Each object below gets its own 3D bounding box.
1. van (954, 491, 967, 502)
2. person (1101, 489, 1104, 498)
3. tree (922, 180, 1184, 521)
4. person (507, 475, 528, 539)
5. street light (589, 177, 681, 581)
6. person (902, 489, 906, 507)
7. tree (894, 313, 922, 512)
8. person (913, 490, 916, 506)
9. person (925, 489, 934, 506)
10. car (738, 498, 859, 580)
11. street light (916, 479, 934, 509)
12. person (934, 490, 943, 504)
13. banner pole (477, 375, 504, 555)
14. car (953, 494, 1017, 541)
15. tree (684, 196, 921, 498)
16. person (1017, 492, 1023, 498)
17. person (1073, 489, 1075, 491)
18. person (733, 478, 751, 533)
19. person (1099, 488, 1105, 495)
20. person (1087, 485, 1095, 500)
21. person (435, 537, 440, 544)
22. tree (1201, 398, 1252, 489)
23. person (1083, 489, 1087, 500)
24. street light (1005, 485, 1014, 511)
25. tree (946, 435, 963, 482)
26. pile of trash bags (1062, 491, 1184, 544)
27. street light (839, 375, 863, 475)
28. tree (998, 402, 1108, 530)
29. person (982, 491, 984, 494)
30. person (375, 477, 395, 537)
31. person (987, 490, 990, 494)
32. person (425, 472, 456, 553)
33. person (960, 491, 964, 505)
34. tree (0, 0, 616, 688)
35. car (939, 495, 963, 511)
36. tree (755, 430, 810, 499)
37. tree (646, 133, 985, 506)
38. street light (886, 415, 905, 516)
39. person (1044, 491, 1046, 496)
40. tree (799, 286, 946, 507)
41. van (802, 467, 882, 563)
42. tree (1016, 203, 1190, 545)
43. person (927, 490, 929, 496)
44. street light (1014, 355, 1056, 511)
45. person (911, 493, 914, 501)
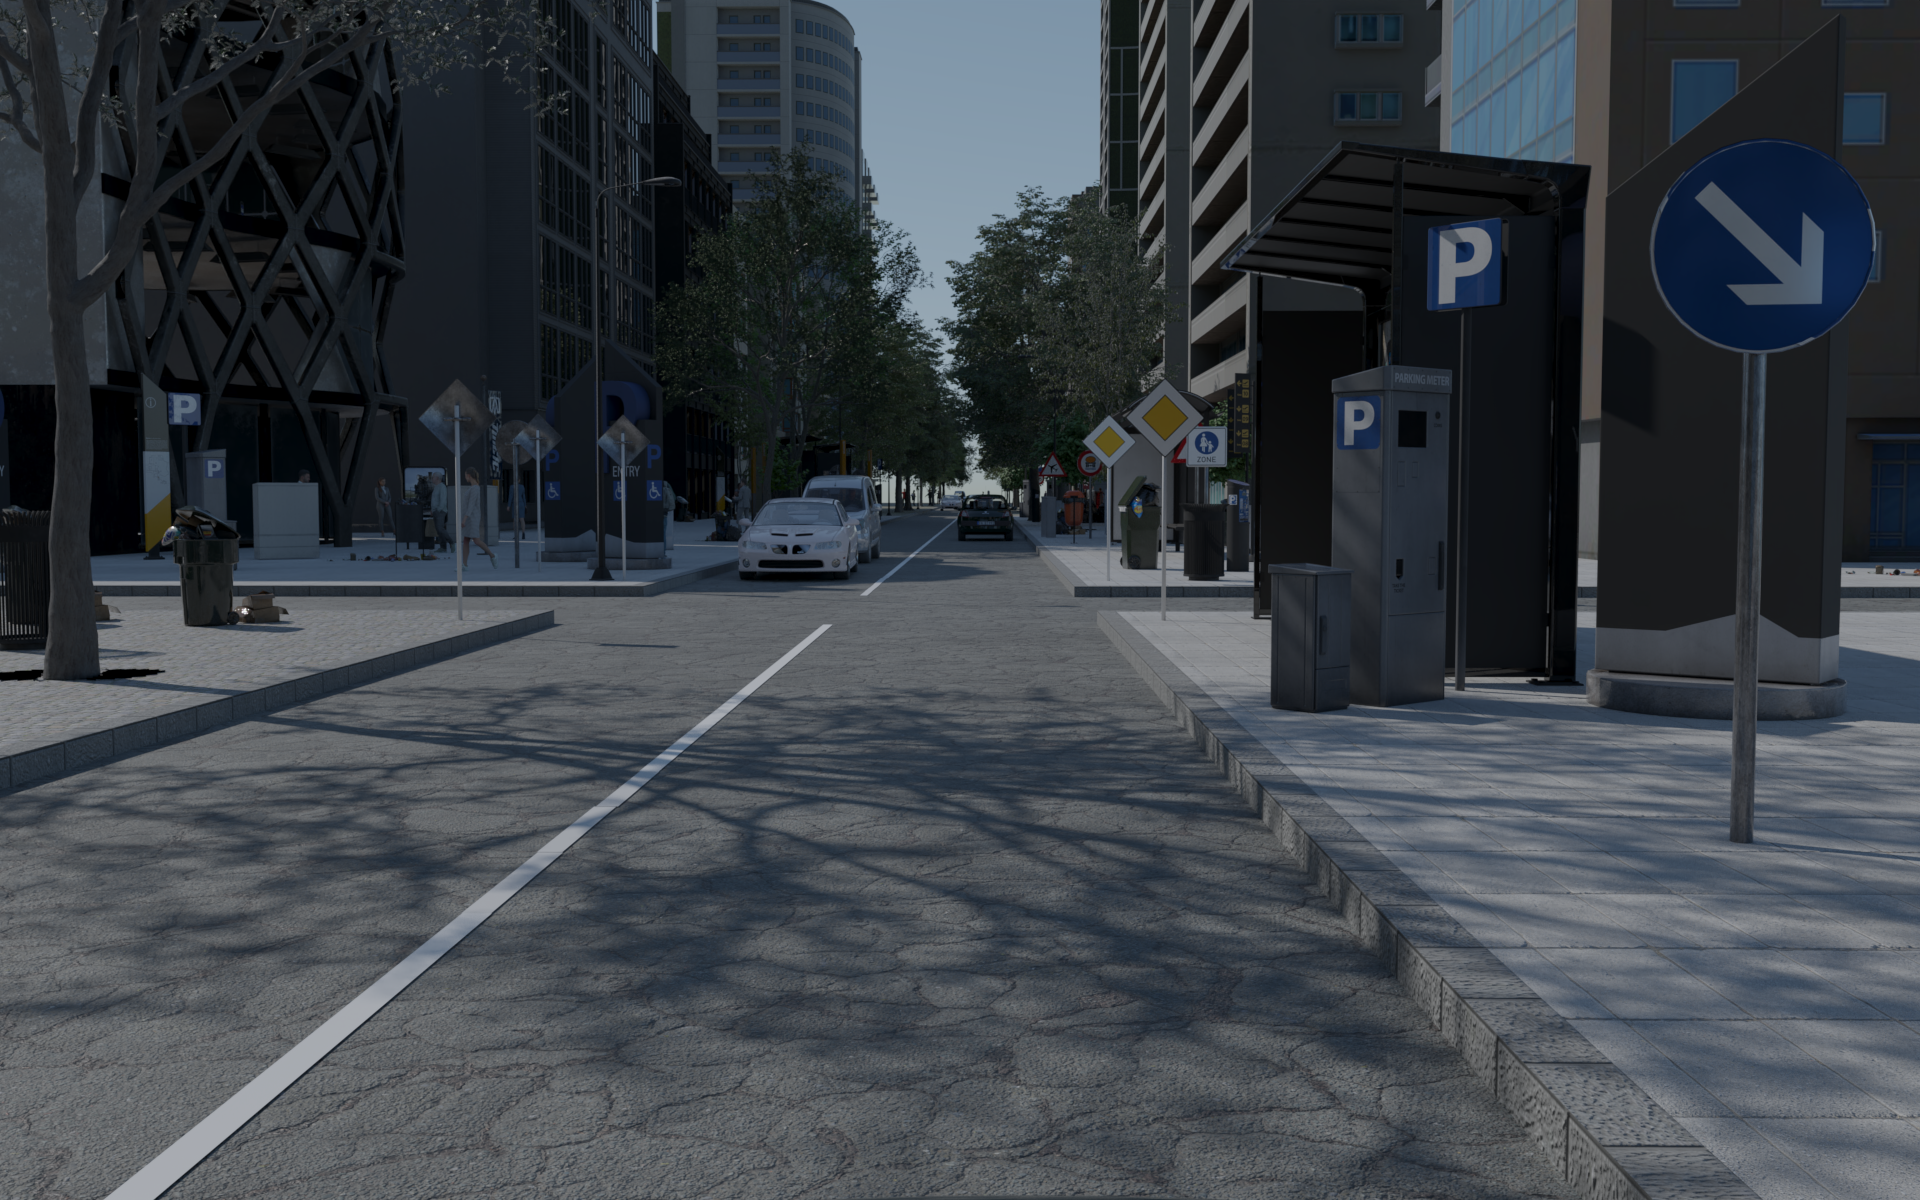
[{"bbox_3d":[-0.030,-12.984,219.304,2.013,2.044,4.112,0,4,-1],"label":"van"},{"bbox_3d":[13.878,-10.084,170.909,0.705,1.826,1.348,-2,4,-25],"label":"person"},{"bbox_3d":[4.060,-9.973,69.711,9.857,13.997,8.962,0,3,0],"label":"tree"},{"bbox_3d":[-12.512,-2.625,48.989,0.581,1.822,0.654,-2,4,-24],"label":"person"},{"bbox_3d":[-4.785,-3.243,25.557,1.470,5.913,1.316,0,4,1],"label":"street light"},{"bbox_3d":[-5.482,-10.070,170.633,1.348,1.831,0.705,0,4,2],"label":"person"},{"bbox_3d":[3.568,-10.772,82.770,9.857,13.997,8.962,0,3,0],"label":"tree"},{"bbox_3d":[-4.912,-11.134,188.811,0.721,1.735,1.217,-1,4,-12],"label":"person"},{"bbox_3d":[-3.341,-11.384,192.192,1.348,1.821,0.705,-3,5,-41],"label":"person"},{"bbox_3d":[-2.784,-1.107,30.469,2.083,1.381,4.827,0,4,-1],"label":"car"},{"bbox_3d":[-2.960,-10.507,144.326,1.470,5.913,1.316,0,4,1],"label":"street light"},{"bbox_3d":[-2.693,-12.870,217.189,1.217,1.735,0.721,-1,4,-8],"label":"person"},{"bbox_3d":[-9.935,-2.857,36.724,0.401,3.779,0.863,1,4,20],"label":"banner pole"},{"bbox_3d":[0.790,-2.717,54.203,2.009,1.686,4.222,0,4,0],"label":"car"},{"bbox_3d":[-5.502,-8.145,58.921,9.928,11.665,9.643,0,3,0],"label":"tree"},{"bbox_3d":[5.617,-8.793,149.806,1.348,1.824,0.705,1,4,13],"label":"person"},{"bbox_3d":[8.927,-7.854,134.898,0.568,1.767,0.683,-1,4,-18],"label":"person"},{"bbox_3d":[-7.201,-3.116,57.183,0.583,1.804,0.606,2,4,26],"label":"person"},{"bbox_3d":[9.937,-7.082,122.658,1.217,1.723,0.721,1,4,13],"label":"person"},{"bbox_3d":[7.658,-5.743,100.036,0.694,1.812,0.767,3,5,43],"label":"person"},{"bbox_3d":[-13.616,-2.332,44.350,0.590,1.801,0.661,0,4,5],"label":"person"},{"bbox_3d":[8.913,-4.531,57.791,4.285,4.588,4.351,0,3,0],"label":"tree"},{"bbox_3d":[11.963,-9.700,165.161,1.217,1.766,0.721,0,4,-2],"label":"person"},{"bbox_3d":[3.255,-7.791,99.918,1.470,5.913,1.316,0,4,1],"label":"street light"},{"bbox_3d":[-4.346,-15.655,174.090,7.486,12.596,7.792,0,3,0],"label":"tree"},{"bbox_3d":[4.375,-2.163,45.125,3.447,1.369,1.912,0,4,2],"label":"pile of trash bags"},{"bbox_3d":[-4.136,-5.815,67.620,1.470,5.913,1.316,0,4,1],"label":"street light"},{"bbox_3d":[4.102,-4.770,61.709,4.285,4.588,4.351,0,3,0],"label":"tree"},{"bbox_3d":[2.871,-12.243,209.185,0.721,1.766,1.217,-3,4,-38],"label":"person"},{"bbox_3d":[-17.224,-2.795,52.015,0.573,1.790,0.520,1,4,23],"label":"person"},{"bbox_3d":[2.298,-8.314,145.171,0.721,1.736,1.217,0,4,-4],"label":"person"},{"bbox_3d":[-11.346,-1.913,37.806,0.515,1.767,0.782,-2,4,-34],"label":"person"},{"bbox_3d":[0.194,-10.899,187.408,0.721,1.735,1.217,1,4,11],"label":"person"},{"bbox_3d":[-6.058,-6.200,11.741,12.009,13.543,11.850,0,3,0],"label":"tree"},{"bbox_3d":[-0.779,-8.367,149.168,2.083,1.381,4.827,0,4,-1],"label":"car"},{"bbox_3d":[-5.636,-3.544,52.549,1.663,3.219,1.824,0,3,0],"label":"tree"},{"bbox_3d":[-4.854,-6.761,44.951,7.601,10.594,8.767,2,4,29],"label":"tree"},{"bbox_3d":[-3.647,-7.917,101.982,1.470,5.913,1.316,0,4,1],"label":"street light"},{"bbox_3d":[11.666,-13.992,235.723,0.541,1.710,0.530,0,4,-6],"label":"person"},{"bbox_3d":[-4.947,-10.788,94.504,7.486,12.596,7.792,0,3,0],"label":"tree"},{"bbox_3d":[-2.640,-1.848,37.232,2.013,2.044,4.112,0,4,1],"label":"van"},{"bbox_3d":[3.617,-5.673,43.117,4.360,8.622,3.978,0,3,0],"label":"tree"},{"bbox_3d":[-3.830,-12.600,212.503,0.568,1.767,0.683,-2,4,-25],"label":"person"},{"bbox_3d":[2.627,-5.218,57.855,1.470,5.913,1.316,0,4,1],"label":"street light"},{"bbox_3d":[-6.029,-12.927,220.580,0.628,1.438,0.799,-3,5,-43],"label":"person"}]
